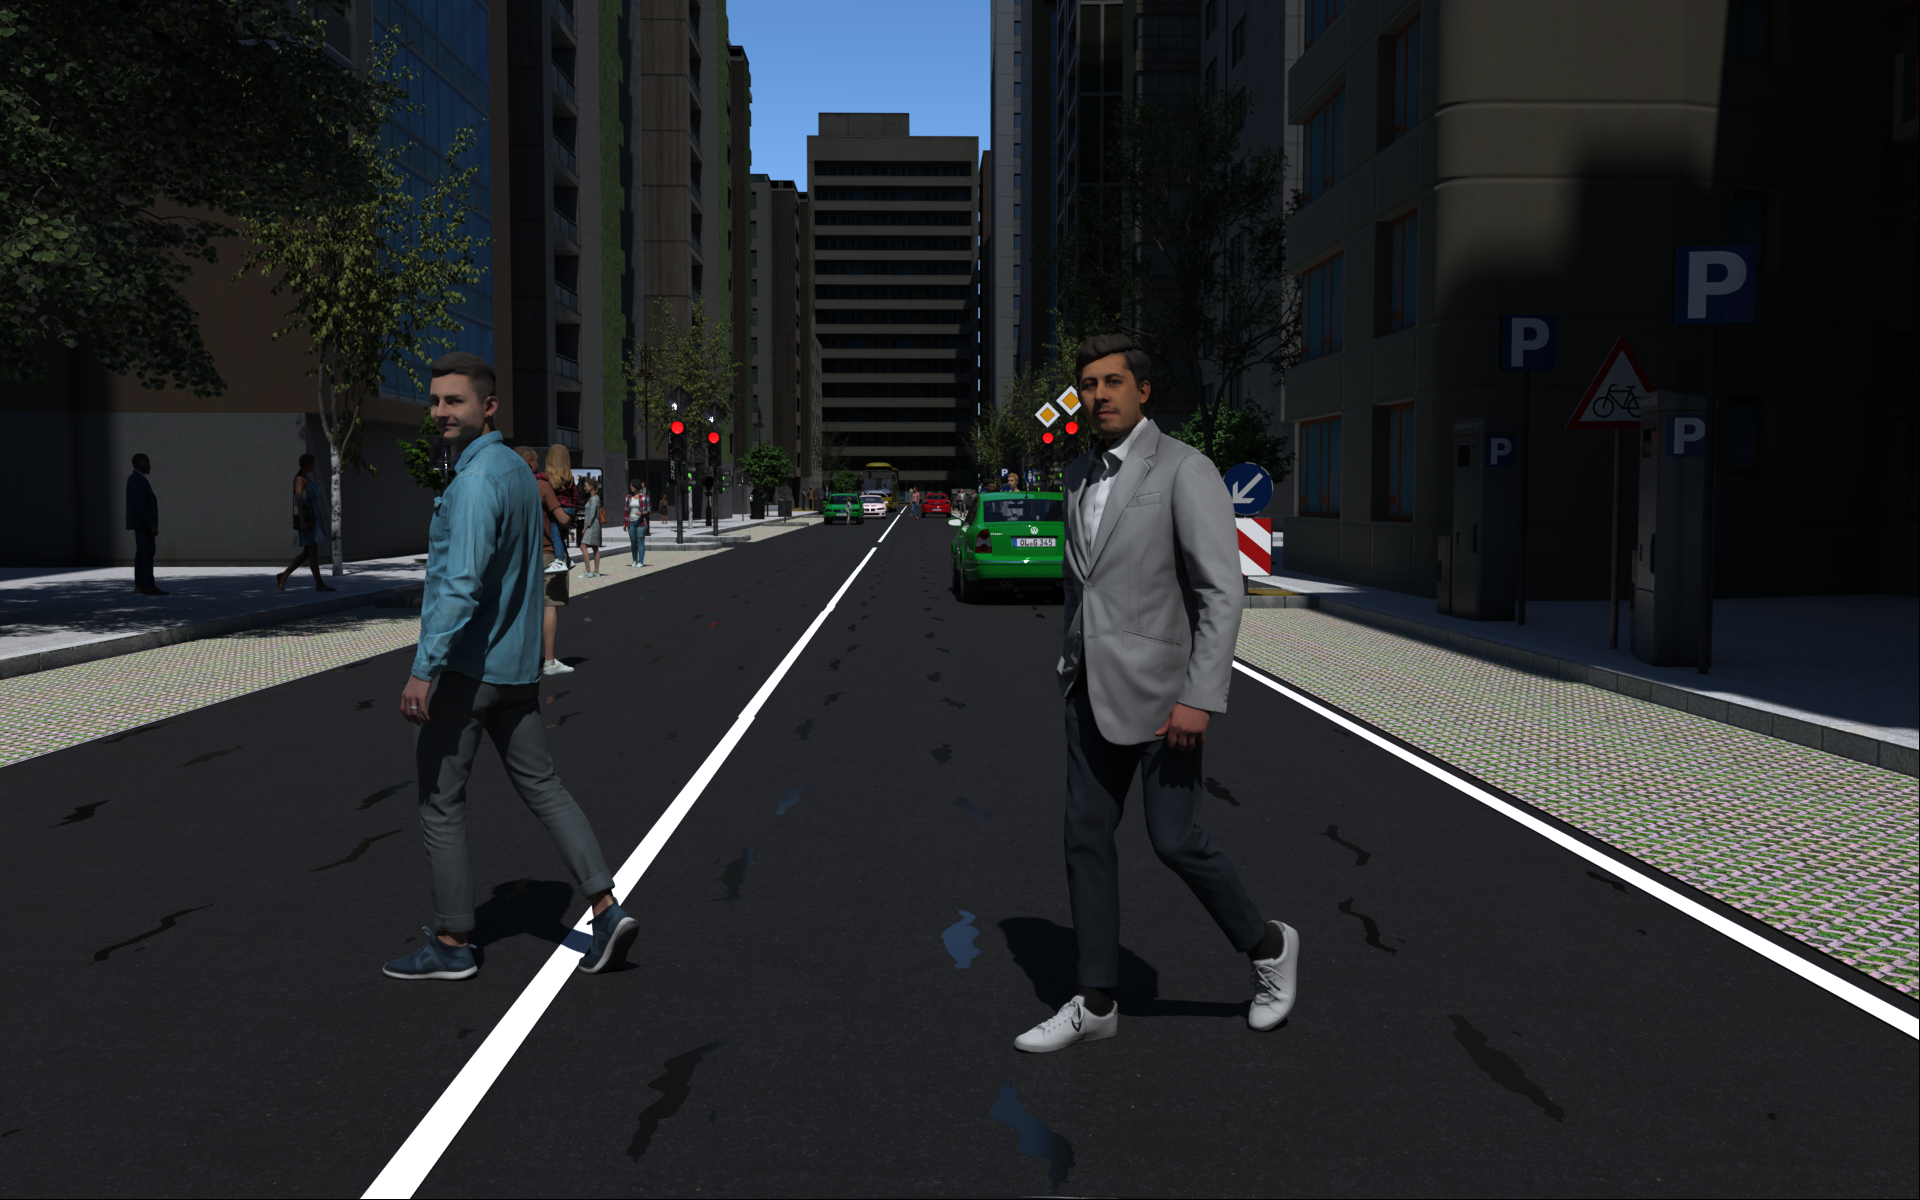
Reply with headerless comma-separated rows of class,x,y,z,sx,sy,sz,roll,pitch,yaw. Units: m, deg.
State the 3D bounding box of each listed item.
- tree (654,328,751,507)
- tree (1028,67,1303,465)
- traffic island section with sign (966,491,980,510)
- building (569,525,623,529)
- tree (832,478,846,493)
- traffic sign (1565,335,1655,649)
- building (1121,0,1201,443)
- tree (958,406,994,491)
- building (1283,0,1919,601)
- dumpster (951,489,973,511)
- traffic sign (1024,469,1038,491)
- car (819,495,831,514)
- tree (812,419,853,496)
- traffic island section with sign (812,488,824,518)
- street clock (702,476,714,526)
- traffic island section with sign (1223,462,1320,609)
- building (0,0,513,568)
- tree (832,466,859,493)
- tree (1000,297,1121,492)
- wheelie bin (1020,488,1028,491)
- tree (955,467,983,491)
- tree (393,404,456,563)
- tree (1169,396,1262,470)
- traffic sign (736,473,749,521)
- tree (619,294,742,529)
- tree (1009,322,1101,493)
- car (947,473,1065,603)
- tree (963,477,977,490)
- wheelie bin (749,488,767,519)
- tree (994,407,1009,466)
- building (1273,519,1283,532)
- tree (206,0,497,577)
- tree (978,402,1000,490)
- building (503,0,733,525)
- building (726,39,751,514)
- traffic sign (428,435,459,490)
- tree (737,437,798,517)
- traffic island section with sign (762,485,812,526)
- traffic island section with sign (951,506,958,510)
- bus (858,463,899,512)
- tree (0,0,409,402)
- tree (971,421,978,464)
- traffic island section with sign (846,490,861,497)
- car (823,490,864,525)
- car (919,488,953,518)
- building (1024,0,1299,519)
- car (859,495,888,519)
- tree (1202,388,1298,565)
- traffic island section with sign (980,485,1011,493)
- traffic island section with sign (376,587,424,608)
tree,-11.241,-7.671,75.786,4.360,8.622,3.978,0,3,0
tree,5.520,-6.288,37.227,8.767,10.594,7.601,1,4,8
traffic island section with sign,1.362,-5.879,104.757,1.989,1.847,2.006,0,4,-1
building,-20.304,-23.143,61.989,14.154,41.232,14.086,0,4,-1
tree,-13.234,-12.190,193.909,1.663,3.219,1.824,0,3,0
traffic sign,5.426,-0.874,14.296,0.884,2.594,0.081,0,4,3
building,14.702,-24.504,84.243,14.154,41.232,14.086,0,4,-1
tree,2.259,-11.611,140.196,4.360,8.622,3.978,0,3,0
building,19.727,-10.395,14.995,27.650,21.520,28.899,0,4,-1
dumpster,0.164,-8.413,145.762,1.865,1.857,1.264,0,4,-2
traffic sign,3.626,-5.345,87.502,0.768,2.556,0.104,0,4,3
car,-9.126,-6.783,123.489,1.945,1.354,3.894,0,4,0
tree,-12.927,-13.475,170.682,4.360,8.622,3.978,0,3,0
traffic island section with sign,-8.461,-5.858,104.402,1.989,1.847,2.006,0,4,-1
street clock,-10.032,-3.947,69.107,0.471,2.002,0.358,-3,4,-37
traffic island section with sign,3.468,-0.846,22.463,1.989,1.847,2.006,0,4,-1
building,-18.345,-23.603,36.015,14.200,45.320,14.600,0,4,-1
tree,-13.431,-13.525,204.843,4.285,4.588,4.351,0,3,0
tree,4.553,-7.049,65.615,4.737,8.622,4.395,0,3,0
wheelie bin,3.439,-5.149,92.086,0.693,1.594,0.980,1,4,16
tree,1.048,-13.538,205.054,4.285,4.588,4.351,0,3,0
tree,-9.872,-2.323,32.579,1.663,3.219,1.824,0,3,0
tree,8.574,-4.459,56.617,4.285,4.588,4.351,0,3,0
traffic sign,-10.309,-4.898,82.210,0.606,2.300,0.079,0,4,1
tree,-10.086,-6.890,63.009,4.737,8.622,4.395,0,3,0
tree,5.027,-7.419,71.658,4.360,8.622,3.978,0,3,0
car,0.828,-0.947,24.272,1.959,1.807,4.718,0,4,-3
tree,1.156,-12.409,197.484,1.663,3.219,1.824,0,3,0
wheelie bin,-10.218,-4.887,87.813,0.693,1.594,0.980,3,4,36
tree,4.697,-8.034,81.712,4.360,8.622,3.978,0,3,0
building,20.961,-38.330,64.946,20.611,71.187,20.563,0,4,-1
tree,-9.479,-4.676,26.818,4.737,8.622,4.395,0,3,0
tree,3.997,-8.985,97.262,4.737,8.622,4.395,0,3,0
building,-18.972,-24.494,84.075,14.154,41.232,14.086,0,4,-1
building,-20.440,-20.473,106.428,14.160,30.474,14.107,0,4,-1
traffic sign,-8.898,-1.706,30.028,0.606,2.300,0.079,0,4,-1
tree,-10.939,-7.041,98.837,4.285,4.588,4.351,0,3,0
traffic island section with sign,-7.762,-4.201,77.316,1.989,1.847,2.006,0,4,-1
traffic island section with sign,0.060,-8.933,154.688,1.989,1.847,2.006,0,4,-1
bus,-6.386,-9.013,138.905,2.896,3.916,12.252,0,3,0
tree,-9.510,-6.668,15.676,9.857,13.997,8.962,0,3,0
tree,2.927,-11.198,133.453,4.737,8.622,4.395,0,3,0
traffic island section with sign,-9.754,-8.919,154.446,1.989,1.847,2.006,0,4,-1
car,-5.491,-4.488,82.177,1.959,1.807,4.718,0,4,-1
car,-1.461,-5.898,105.474,2.155,1.783,4.494,0,4,-2
building,14.911,-41.003,108.643,20.563,71.187,20.611,0,4,-1
car,-5.183,-5.371,100.176,2.083,1.381,4.827,0,4,-2
tree,5.163,-2.265,31.634,1.663,3.219,1.824,0,3,0
traffic island section with sign,2.047,-4.231,77.810,1.989,1.847,2.006,0,4,-1
traffic island section with sign,-6.362,-0.858,22.654,1.989,1.847,2.006,0,4,-1
